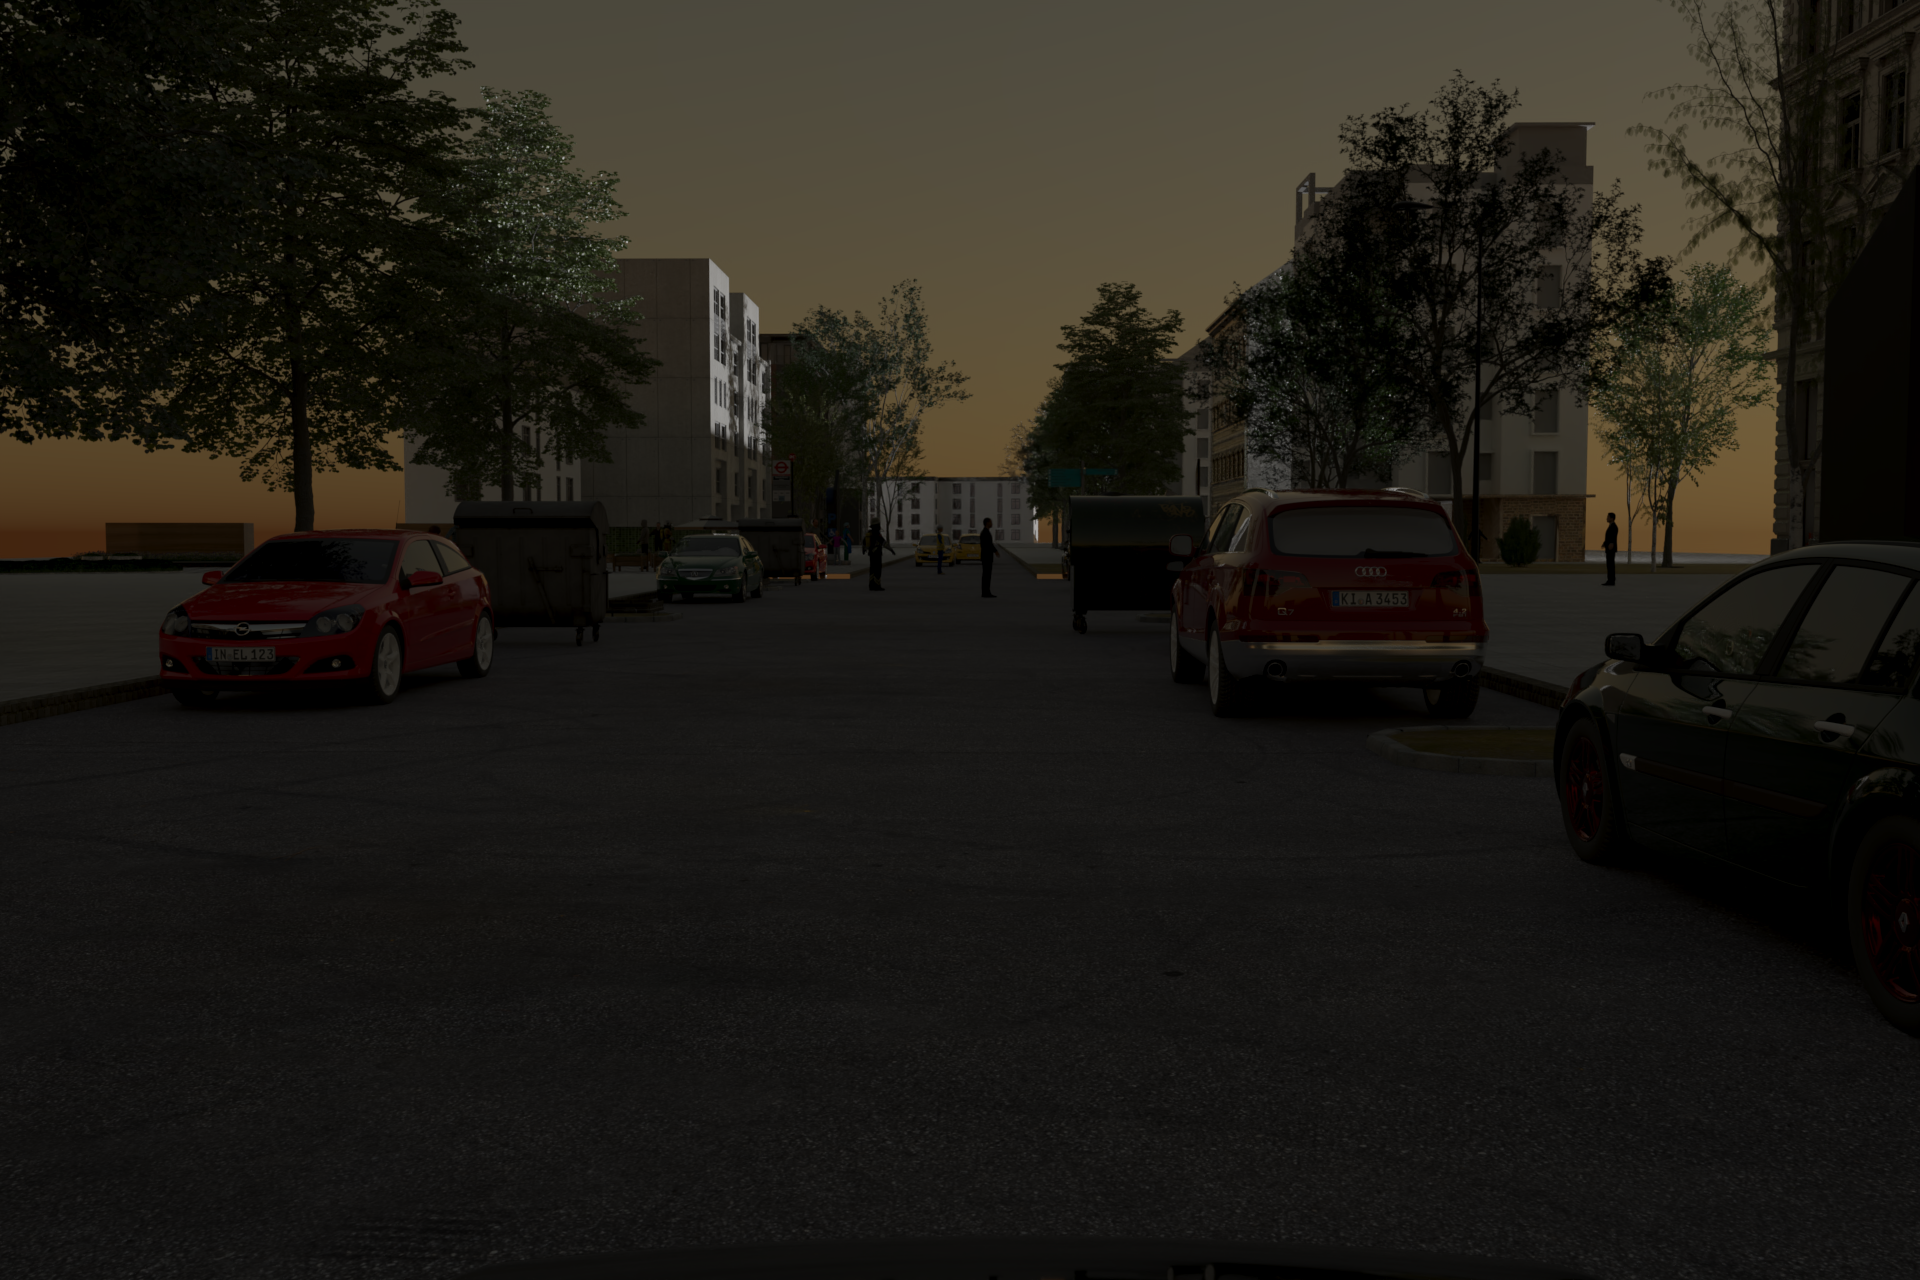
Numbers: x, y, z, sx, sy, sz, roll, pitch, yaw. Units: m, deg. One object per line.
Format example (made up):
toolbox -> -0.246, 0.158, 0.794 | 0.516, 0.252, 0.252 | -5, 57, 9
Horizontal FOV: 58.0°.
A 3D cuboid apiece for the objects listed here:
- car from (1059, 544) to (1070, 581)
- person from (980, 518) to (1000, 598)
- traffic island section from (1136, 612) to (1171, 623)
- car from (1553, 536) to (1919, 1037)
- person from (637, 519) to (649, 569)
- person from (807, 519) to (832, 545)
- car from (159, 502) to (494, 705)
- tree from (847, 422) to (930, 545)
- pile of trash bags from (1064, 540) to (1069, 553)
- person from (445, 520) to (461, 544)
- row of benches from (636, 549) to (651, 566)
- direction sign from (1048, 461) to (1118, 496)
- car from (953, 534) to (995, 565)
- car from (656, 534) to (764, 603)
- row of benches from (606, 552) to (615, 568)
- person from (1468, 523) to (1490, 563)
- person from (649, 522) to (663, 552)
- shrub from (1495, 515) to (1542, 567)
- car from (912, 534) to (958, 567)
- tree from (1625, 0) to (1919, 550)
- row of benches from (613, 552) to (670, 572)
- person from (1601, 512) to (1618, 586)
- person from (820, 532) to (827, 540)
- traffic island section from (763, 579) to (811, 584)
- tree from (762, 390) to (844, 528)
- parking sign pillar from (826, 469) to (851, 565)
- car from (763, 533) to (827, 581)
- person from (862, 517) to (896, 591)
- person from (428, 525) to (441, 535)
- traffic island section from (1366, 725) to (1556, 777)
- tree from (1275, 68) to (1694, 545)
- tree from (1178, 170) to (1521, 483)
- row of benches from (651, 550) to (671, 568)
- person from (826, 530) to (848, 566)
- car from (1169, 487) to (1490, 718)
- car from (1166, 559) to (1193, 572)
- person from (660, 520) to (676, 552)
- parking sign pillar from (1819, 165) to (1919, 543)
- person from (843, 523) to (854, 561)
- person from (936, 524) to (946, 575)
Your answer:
car -> 4.141, -2.732, 54.459 | 2.009, 1.686, 4.222 | 0, 3, 0
person -> 0.641, -1.862, 39.123 | 0.704, 1.802, 1.346 | -1, 4, -12
traffic island section -> 3.941, -0.360, 28.747 | 1.991, 0.108, 1.994 | 0, 4, 0
car -> 3.547, 0.213, 6.305 | 2.009, 1.686, 4.222 | 0, 4, 1
person -> -11.465, -3.468, 62.834 | 0.705, 1.813, 1.348 | 0, 4, 3
person -> -5.004, -3.290, 60.064 | 0.705, 1.796, 1.348 | 3, 5, 45
car -> -5.658, -0.418, 15.881 | 2.155, 1.783, 4.494 | 0, 4, 1
tree -> -6.580, -14.244, 158.637 | 9.928, 11.665, 9.643 | 0, 3, 0
pile of trash bags -> 5.176, -3.737, 70.851 | 1.912, 1.369, 3.447 | 0, 4, 1
person -> -15.777, -2.976, 54.494 | 0.704, 1.849, 1.345 | 2, 4, 30
row of benches -> -13.016, -3.413, 71.258 | 1.422, 0.672, 4.104 | -1, 4, -10
direction sign -> 4.477, -4.517, 62.608 | 2.525, 3.948, 1.411 | 0, 4, 0
car -> 0.646, -4.439, 82.805 | 2.015, 1.641, 3.980 | 0, 4, 1
car -> -5.380, -1.581, 37.644 | 2.131, 1.459, 4.920 | 0, 4, 1
row of benches -> -13.698, -2.989, 64.326 | 1.422, 0.672, 4.104 | 0, 4, 7
person -> 22.594, -4.247, 75.632 | 0.705, 1.806, 1.347 | -2, 4, -24
person -> -13.467, -4.356, 77.350 | 1.346, 1.812, 0.704 | 0, 4, -1
shrub -> 21.584, -3.843, 66.875 | 1.661, 2.075, 1.752 | 0, 3, 0
car -> -1.093, -4.094, 77.165 | 2.015, 1.641, 3.980 | 0, 4, 1
tree -> 9.310, -4.235, 19.611 | 4.360, 8.622, 3.978 | 0, 3, 0
row of benches -> -9.899, -2.658, 58.921 | 4.104, 0.672, 1.422 | 0, 4, 8
person -> 16.149, -2.263, 43.050 | 0.704, 1.823, 1.345 | 1, 4, 12
person -> -6.770, -5.149, 90.908 | 1.216, 1.740, 0.721 | -1, 4, -10
traffic island section -> -5.434, -1.726, 51.083 | 1.991, 0.108, 1.994 | 0, 4, 1
tree -> -7.697, -8.418, 87.994 | 4.737, 8.622, 4.395 | 0, 3, 0
parking sign pillar -> -5.237, -5.088, 71.664 | 1.447, 3.967, 1.447 | 0, 4, 1
car -> -5.212, -2.777, 54.449 | 2.155, 1.783, 4.494 | 0, 4, 1
person -> -2.115, -2.177, 43.836 | 0.705, 1.856, 1.354 | -3, 4, -38
person -> -8.831, -1.174, 28.464 | 0.421, 1.427, 0.697 | 3, 4, 36
traffic island section -> 3.707, 0.714, 11.200 | 1.991, 0.108, 1.994 | 0, 4, 1
tree -> 10.002, -6.091, 34.004 | 8.767, 10.594, 7.601 | 2, 4, 29
tree -> 9.958, -6.787, 45.386 | 8.767, 10.594, 7.601 | 0, 4, -4
row of benches -> -9.881, -3.104, 66.220 | 4.104, 0.672, 1.422 | -1, 4, -21
person -> -5.000, -3.725, 70.167 | 0.991, 1.433, 0.599 | 1, 4, 16
car -> 3.022, -0.390, 15.054 | 2.281, 1.827, 5.304 | 0, 4, 1
car -> 3.585, -0.708, 20.613 | 2.155, 1.783, 4.494 | 0, 4, 1
person -> -11.685, -3.891, 69.391 | 0.705, 1.858, 1.354 | -2, 4, -26
parking sign pillar -> 7.179, -1.524, 13.384 | 1.447, 3.967, 1.447 | 0, 4, 0
person -> -5.203, -4.525, 80.112 | 0.704, 1.817, 1.347 | -1, 4, -20
person -> -0.621, -3.214, 61.462 | 0.721, 1.772, 1.216 | 0, 4, -2
